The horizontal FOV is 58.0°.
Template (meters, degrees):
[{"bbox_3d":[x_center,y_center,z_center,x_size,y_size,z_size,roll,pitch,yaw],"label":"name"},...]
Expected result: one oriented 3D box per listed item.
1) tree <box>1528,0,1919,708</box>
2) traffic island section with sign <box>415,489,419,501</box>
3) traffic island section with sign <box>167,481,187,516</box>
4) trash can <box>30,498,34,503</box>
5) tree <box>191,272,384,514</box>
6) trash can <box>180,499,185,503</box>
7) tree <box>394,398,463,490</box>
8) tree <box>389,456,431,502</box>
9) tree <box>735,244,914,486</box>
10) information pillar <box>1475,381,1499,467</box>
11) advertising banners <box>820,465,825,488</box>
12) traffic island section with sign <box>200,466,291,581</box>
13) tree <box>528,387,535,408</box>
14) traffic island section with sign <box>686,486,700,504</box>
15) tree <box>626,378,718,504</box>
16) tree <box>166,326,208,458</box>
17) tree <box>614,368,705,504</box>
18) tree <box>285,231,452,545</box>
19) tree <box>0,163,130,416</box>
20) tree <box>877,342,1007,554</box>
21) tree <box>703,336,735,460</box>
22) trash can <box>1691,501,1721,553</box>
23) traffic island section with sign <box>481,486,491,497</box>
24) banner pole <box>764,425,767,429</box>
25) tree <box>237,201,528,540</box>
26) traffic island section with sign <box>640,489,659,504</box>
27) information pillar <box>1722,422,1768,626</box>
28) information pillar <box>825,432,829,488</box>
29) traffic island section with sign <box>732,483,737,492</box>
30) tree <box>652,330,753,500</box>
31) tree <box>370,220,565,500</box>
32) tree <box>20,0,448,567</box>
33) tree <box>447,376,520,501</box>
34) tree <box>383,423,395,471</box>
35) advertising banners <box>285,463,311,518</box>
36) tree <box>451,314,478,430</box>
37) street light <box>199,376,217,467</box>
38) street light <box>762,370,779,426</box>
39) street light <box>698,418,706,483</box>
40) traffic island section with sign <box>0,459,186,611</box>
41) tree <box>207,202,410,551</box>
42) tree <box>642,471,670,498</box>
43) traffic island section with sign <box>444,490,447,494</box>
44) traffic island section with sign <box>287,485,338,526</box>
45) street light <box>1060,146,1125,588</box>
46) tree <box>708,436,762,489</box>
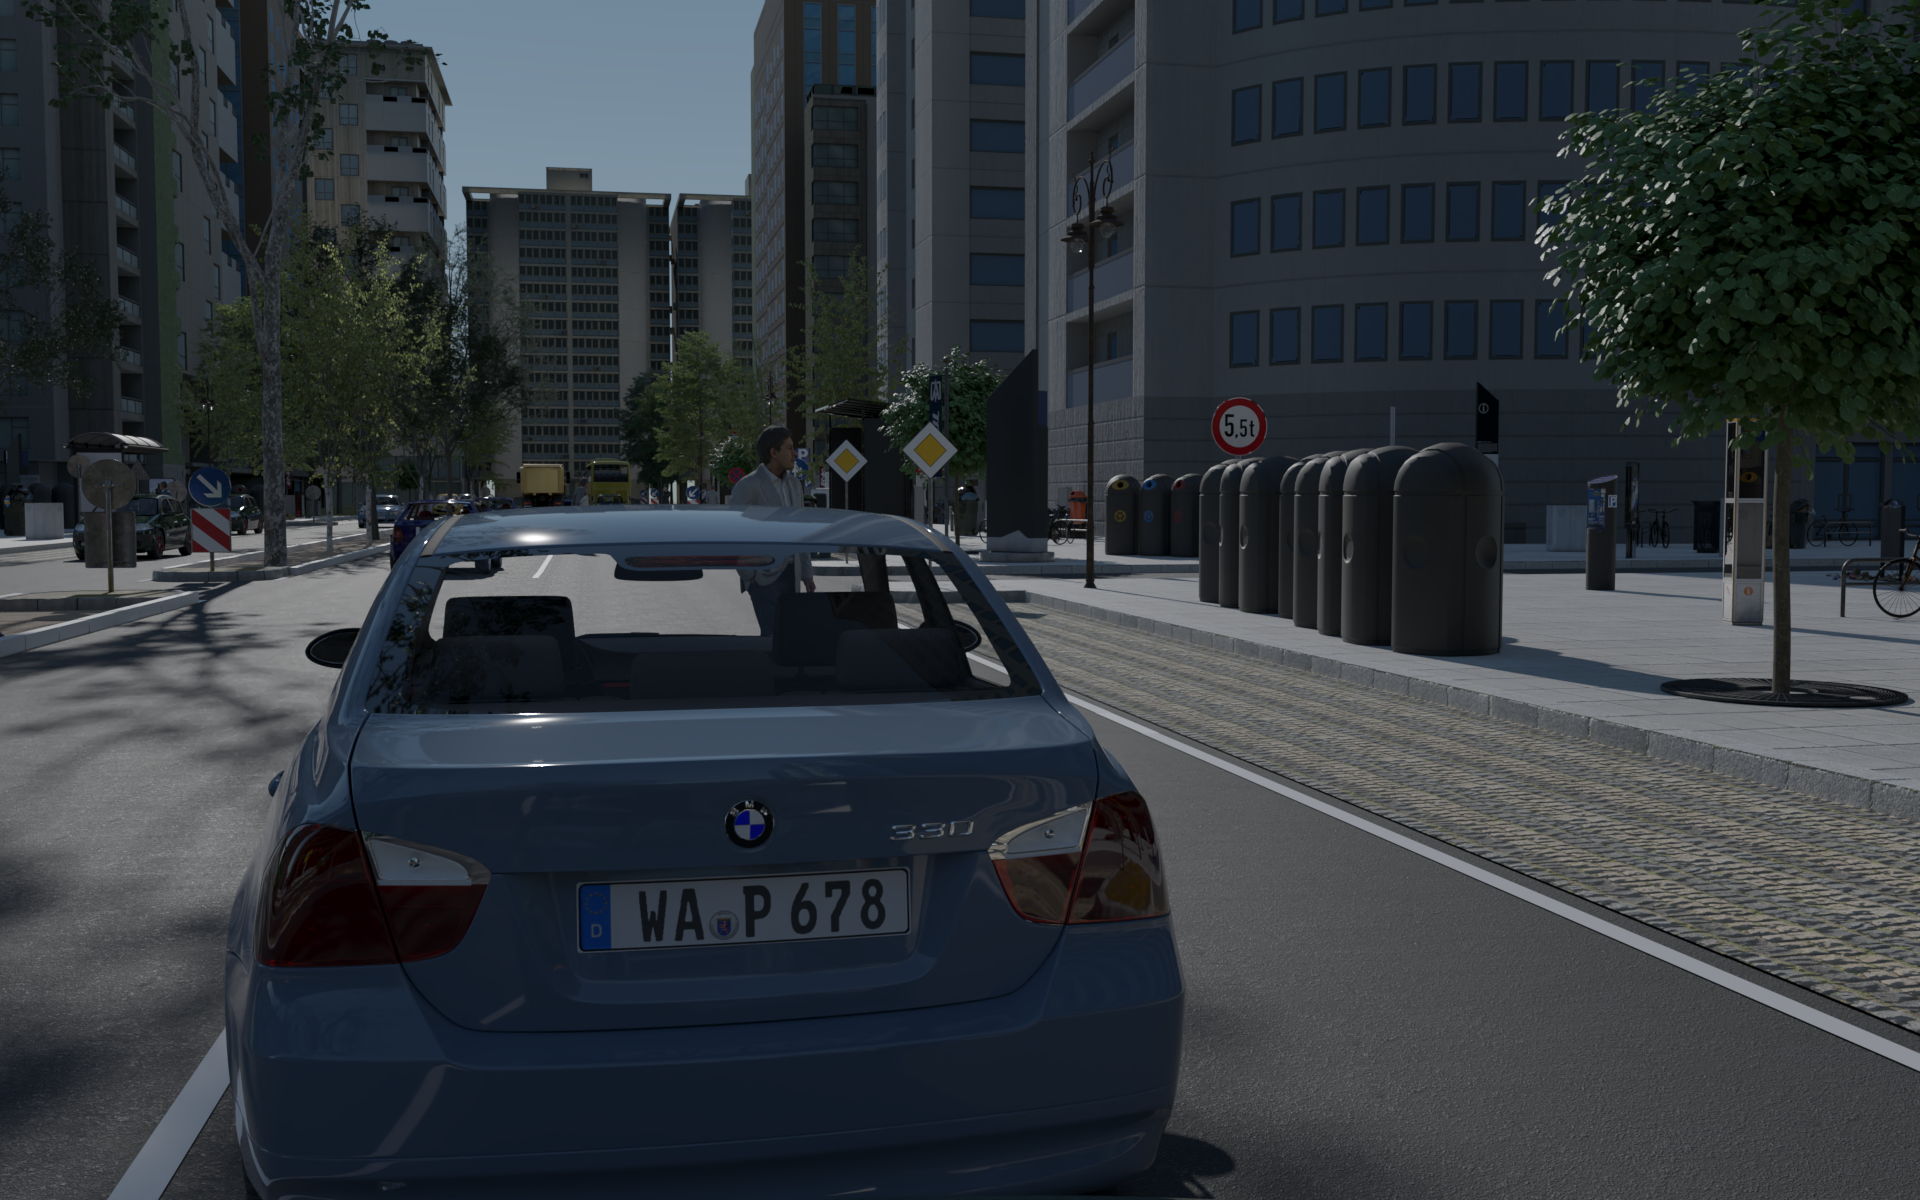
[{"bbox_3d":[5.342,-1.667,10.971,4.285,4.588,4.351,0,3,0],"label":"tree"},{"bbox_3d":[-39.922,-7.300,127.981,1.989,1.847,2.006,-1,4,-12],"label":"traffic island section with sign"},{"bbox_3d":[-23.805,-2.680,52.449,1.989,1.847,2.006,-1,4,-12],"label":"traffic island section with sign"},{"bbox_3d":[-33.075,-3.023,61.083,0.748,1.137,0.748,0,3,0],"label":"trash can"},{"bbox_3d":[-35.149,-10.389,87.987,7.486,12.596,7.792,0,3,0],"label":"tree"},{"bbox_3d":[-37.413,-4.356,82.871,0.748,1.137,0.748,0,3,0],"label":"trash can"},{"bbox_3d":[-52.312,-14.996,170.939,9.928,11.665,9.643,0,3,0],"label":"tree"},{"bbox_3d":[-45.743,-9.784,143.684,4.285,4.588,4.351,0,3,0],"label":"tree"},{"bbox_3d":[-3.529,-6.214,51.953,4.737,8.622,4.395,0,3,0],"label":"tree"},{"bbox_3d":[10.945,-2.735,36.064,0.504,3.616,0.183,0,4,-5],"label":"information pillar"},{"bbox_3d":[-8.693,-6.431,101.329,2.074,3.025,0.090,1,4,14],"label":"advertising banners"},{"bbox_3d":[-12.550,-1.297,29.335,2.006,1.907,1.989,-1,4,-12],"label":"traffic island section with sign"},{"bbox_3d":[-20.745,-7.966,67.120,8.767,10.594,7.601,-1,4,-12],"label":"tree"},{"bbox_3d":[-12.828,-4.508,82.334,1.989,1.847,2.006,-1,4,-12],"label":"traffic island section with sign"},{"bbox_3d":[-24.903,-13.730,150.236,9.928,11.665,9.643,0,3,0],"label":"tree"},{"bbox_3d":[-31.579,-7.561,73.978,4.737,8.622,4.395,0,3,0],"label":"tree"},{"bbox_3d":[-30.021,-16.305,173.241,9.857,13.997,8.962,0,3,0],"label":"tree"},{"bbox_3d":[-16.484,-5.828,48.102,4.360,8.622,3.978,0,3,0],"label":"tree"},{"bbox_3d":[-25.890,-6.797,45.548,8.767,10.594,7.601,0,4,-5],"label":"tree"},{"bbox_3d":[-0.081,-3.295,37.591,4.285,4.588,4.351,0,3,0],"label":"tree"},{"bbox_3d":[-9.427,-7.873,79.083,4.737,8.622,4.395,0,3,0],"label":"tree"},{"bbox_3d":[16.270,-1.589,37.635,0.748,1.137,0.748,0,3,0],"label":"trash can"},{"bbox_3d":[-28.244,-5.791,102.823,2.006,1.907,1.989,-1,4,-12],"label":"traffic island section with sign"},{"bbox_3d":[-7.049,-4.446,62.704,0.401,3.779,0.863,0,4,-3],"label":"banner pole"},{"bbox_3d":[-18.235,-7.156,53.875,8.767,10.594,7.601,-1,4,-12],"label":"tree"},{"bbox_3d":[-23.306,-7.511,131.433,1.989,1.847,2.006,-1,4,-12],"label":"traffic island section with sign"},{"bbox_3d":[7.687,-0.762,16.957,0.304,2.012,0.304,0,4,5],"label":"information pillar"},{"bbox_3d":[-4.813,-4.476,64.539,0.504,3.616,0.183,1,4,15],"label":"information pillar"},{"bbox_3d":[-7.204,-2.896,55.969,1.989,1.847,2.006,-1,4,-12],"label":"traffic island section with sign"},{"bbox_3d":[-17.838,-12.358,120.188,7.486,12.596,7.792,0,3,0],"label":"tree"},{"bbox_3d":[-22.782,-10.044,77.049,12.009,13.543,11.850,0,3,0],"label":"tree"},{"bbox_3d":[-14.715,-10.728,33.753,12.611,20.169,13.585,0,3,0],"label":"tree"},{"bbox_3d":[-25.301,-8.472,91.344,4.737,8.622,4.395,0,3,0],"label":"tree"},{"bbox_3d":[-40.399,-11.808,111.192,7.486,12.596,7.792,0,3,0],"label":"tree"},{"bbox_3d":[-36.245,-6.036,94.879,2.074,3.025,0.090,2,4,28],"label":"advertising banners"},{"bbox_3d":[-19.144,-6.636,61.315,4.360,8.622,3.978,0,3,0],"label":"tree"},{"bbox_3d":[-29.544,-5.834,68.168,0.468,5.910,1.993,-1,4,-12],"label":"street light"},{"bbox_3d":[-7.072,-5.624,64.736,0.468,5.910,1.993,-1,4,-12],"label":"street light"},{"bbox_3d":[-15.740,-8.108,105.357,0.468,5.910,1.993,-1,4,-12],"label":"street light"},{"bbox_3d":[-11.013,-0.853,22.089,2.006,1.907,1.989,-1,4,-12],"label":"traffic island section with sign"},{"bbox_3d":[-15.676,-5.507,42.855,4.737,8.622,4.395,0,3,0],"label":"tree"},{"bbox_3d":[-31.826,-12.126,181.967,4.285,4.588,4.351,0,3,0],"label":"tree"},{"bbox_3d":[-45.542,-8.912,154.346,1.989,1.847,2.006,-1,4,-12],"label":"traffic island section with sign"},{"bbox_3d":[-29.442,-4.296,78.861,1.989,1.847,2.006,-1,4,-12],"label":"traffic island section with sign"},{"bbox_3d":[1.778,-3.102,23.503,0.468,5.910,1.993,-1,4,-12],"label":"street light"},{"bbox_3d":[-11.175,-6.422,88.714,4.285,4.588,4.351,0,3,0],"label":"tree"}]
